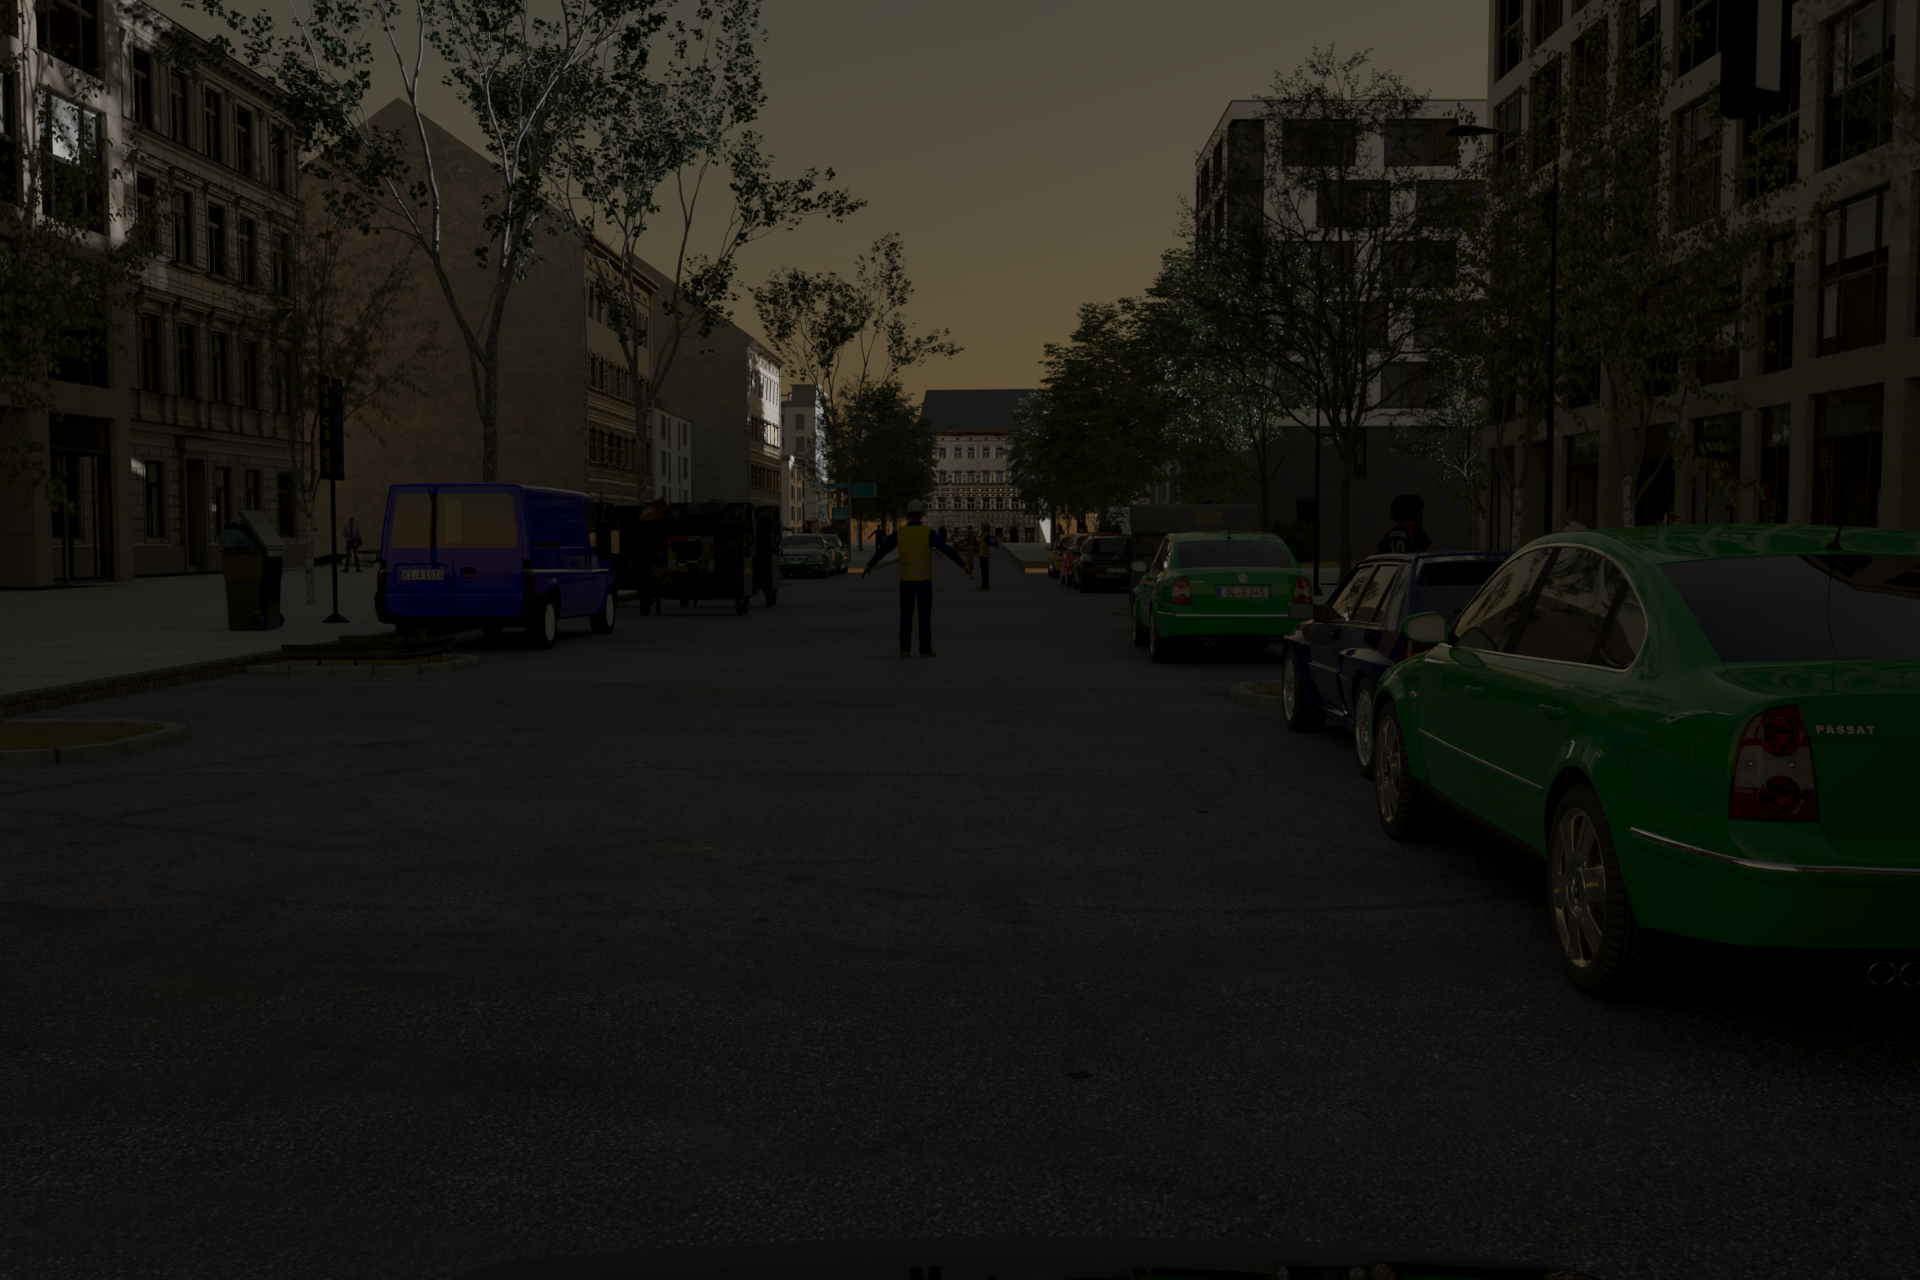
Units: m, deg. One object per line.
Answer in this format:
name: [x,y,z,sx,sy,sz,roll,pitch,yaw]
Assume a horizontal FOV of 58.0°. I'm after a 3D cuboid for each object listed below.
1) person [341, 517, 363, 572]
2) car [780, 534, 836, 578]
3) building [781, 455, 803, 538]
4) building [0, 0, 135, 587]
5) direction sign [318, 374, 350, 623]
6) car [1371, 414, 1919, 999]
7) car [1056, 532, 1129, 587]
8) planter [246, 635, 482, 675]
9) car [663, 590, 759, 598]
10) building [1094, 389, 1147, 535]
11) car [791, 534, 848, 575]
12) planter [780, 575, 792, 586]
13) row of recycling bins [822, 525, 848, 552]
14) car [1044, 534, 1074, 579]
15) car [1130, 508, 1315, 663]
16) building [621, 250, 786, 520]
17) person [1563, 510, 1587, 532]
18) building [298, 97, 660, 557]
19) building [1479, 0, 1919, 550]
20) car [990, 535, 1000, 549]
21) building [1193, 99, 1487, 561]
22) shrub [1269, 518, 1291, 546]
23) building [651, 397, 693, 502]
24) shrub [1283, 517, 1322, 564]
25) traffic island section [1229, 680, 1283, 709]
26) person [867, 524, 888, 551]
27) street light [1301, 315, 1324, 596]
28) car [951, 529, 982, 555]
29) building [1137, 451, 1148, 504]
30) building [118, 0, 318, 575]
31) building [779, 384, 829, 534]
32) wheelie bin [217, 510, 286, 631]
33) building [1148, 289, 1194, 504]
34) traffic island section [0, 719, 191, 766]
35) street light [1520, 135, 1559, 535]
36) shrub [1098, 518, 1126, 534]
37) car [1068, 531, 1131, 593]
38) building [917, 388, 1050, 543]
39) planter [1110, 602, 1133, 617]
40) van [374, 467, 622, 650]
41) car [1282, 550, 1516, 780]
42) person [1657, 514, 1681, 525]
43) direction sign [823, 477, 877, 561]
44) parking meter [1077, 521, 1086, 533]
person: [-20.327,-3.179,57.887,0.709,1.838,0.599,-1,4,-20]
car: [-5.163,-2.791,57.436,2.131,1.459,4.920,0,4,1]
building: [-22.484,-15.653,198.080,9.099,9.664,28.070,0,4,0]
building: [-30.756,-13.623,25.937,19.351,26.588,34.151,0,4,2]
direction sign: [-9.054,-2.019,25.015,0.379,3.537,0.876,0,4,0]
car: [2.835,0.129,6.694,1.959,1.807,4.718,0,4,1]
car: [3.769,-2.404,48.347,2.155,1.783,4.494,0,4,1]
planter: [-6.255,0.158,18.564,1.991,0.319,1.994,0,4,1]
car: [-5.724,-1.886,39.873,2.155,1.783,4.494,0,4,1]
building: [27.153,-24.021,223.677,19.493,23.208,18.063,0,4,1]
car: [-5.070,-3.112,62.680,2.131,1.459,4.920,0,4,1]
planter: [-5.710,-1.649,48.094,1.991,0.319,1.994,0,4,2]
row of recycling bins: [-5.564,-4.310,77.576,1.069,1.692,3.534,0,4,2]
car: [3.816,-2.869,57.124,2.015,1.641,3.980,0,4,0]
car: [3.050,-0.722,20.600,1.959,1.807,4.718,0,4,1]
building: [-25.323,-19.117,143.499,19.493,23.208,18.063,0,4,2]
person: [11.150,-1.502,31.542,0.756,1.711,0.436,-1,4,-14]
building: [-28.113,-16.256,96.717,19.493,23.208,18.063,0,4,1]
building: [26.850,-14.504,40.350,19.350,26.588,34.151,0,4,1]
car: [2.983,-9.684,170.906,1.945,1.354,3.894,0,4,0]
building: [26.918,-15.539,98.036,27.936,21.610,32.646,0,4,1]
shrub: [14.743,-4.627,80.076,1.690,2.028,1.600,0,3,0]
building: [-23.105,-10.903,120.407,9.099,9.664,28.070,0,3,0]
shrub: [14.789,-4.304,74.791,1.690,2.028,1.600,0,3,0]
traffic island section: [3.377,0.482,14.987,1.991,0.108,1.994,0,4,1]
person: [-4.482,-5.487,95.653,1.347,1.837,0.705,0,4,8]
street light: [7.958,-3.875,35.897,1.470,5.913,1.316,0,4,1]
car: [0.531,-6.931,121.990,2.281,1.827,5.304,0,4,1]
building: [29.854,-22.111,192.435,19.493,23.208,18.063,0,4,1]
building: [-28.415,-11.605,53.365,10.561,19.211,19.286,0,4,1]
building: [-22.903,-22.208,219.525,16.016,20.090,11.380,0,4,2]
wheelie bin: [-9.480,-0.932,23.152,0.693,1.594,0.980,0,4,2]
building: [24.256,-16.263,132.350,16.747,18.905,31.486,0,4,1]
traffic island section: [-6.367,0.688,11.617,1.991,0.108,1.994,0,4,1]
street light: [7.297,-2.888,19.766,1.470,5.913,1.316,0,4,1]
shrub: [6.468,-4.299,74.709,1.690,2.028,1.600,0,3,0]
car: [3.762,-2.066,43.573,2.009,1.686,4.222,0,4,0]
building: [3.853,-26.150,260.940,18.063,23.208,19.493,0,4,7]
planter: [3.671,-0.583,30.674,1.991,0.319,1.994,0,4,2]
van: [-5.970,-1.146,23.124,2.240,2.365,5.245,0,4,1]
car: [3.226,0.071,11.415,1.945,1.354,3.894,0,4,1]
person: [15.768,-1.928,38.371,0.742,1.727,0.445,-3,4,-39]
direction sign: [-5.146,-5.680,81.623,2.525,3.948,1.411,0,4,2]
parking meter: [5.200,-4.185,74.136,0.399,1.863,0.255,0,3,0]
